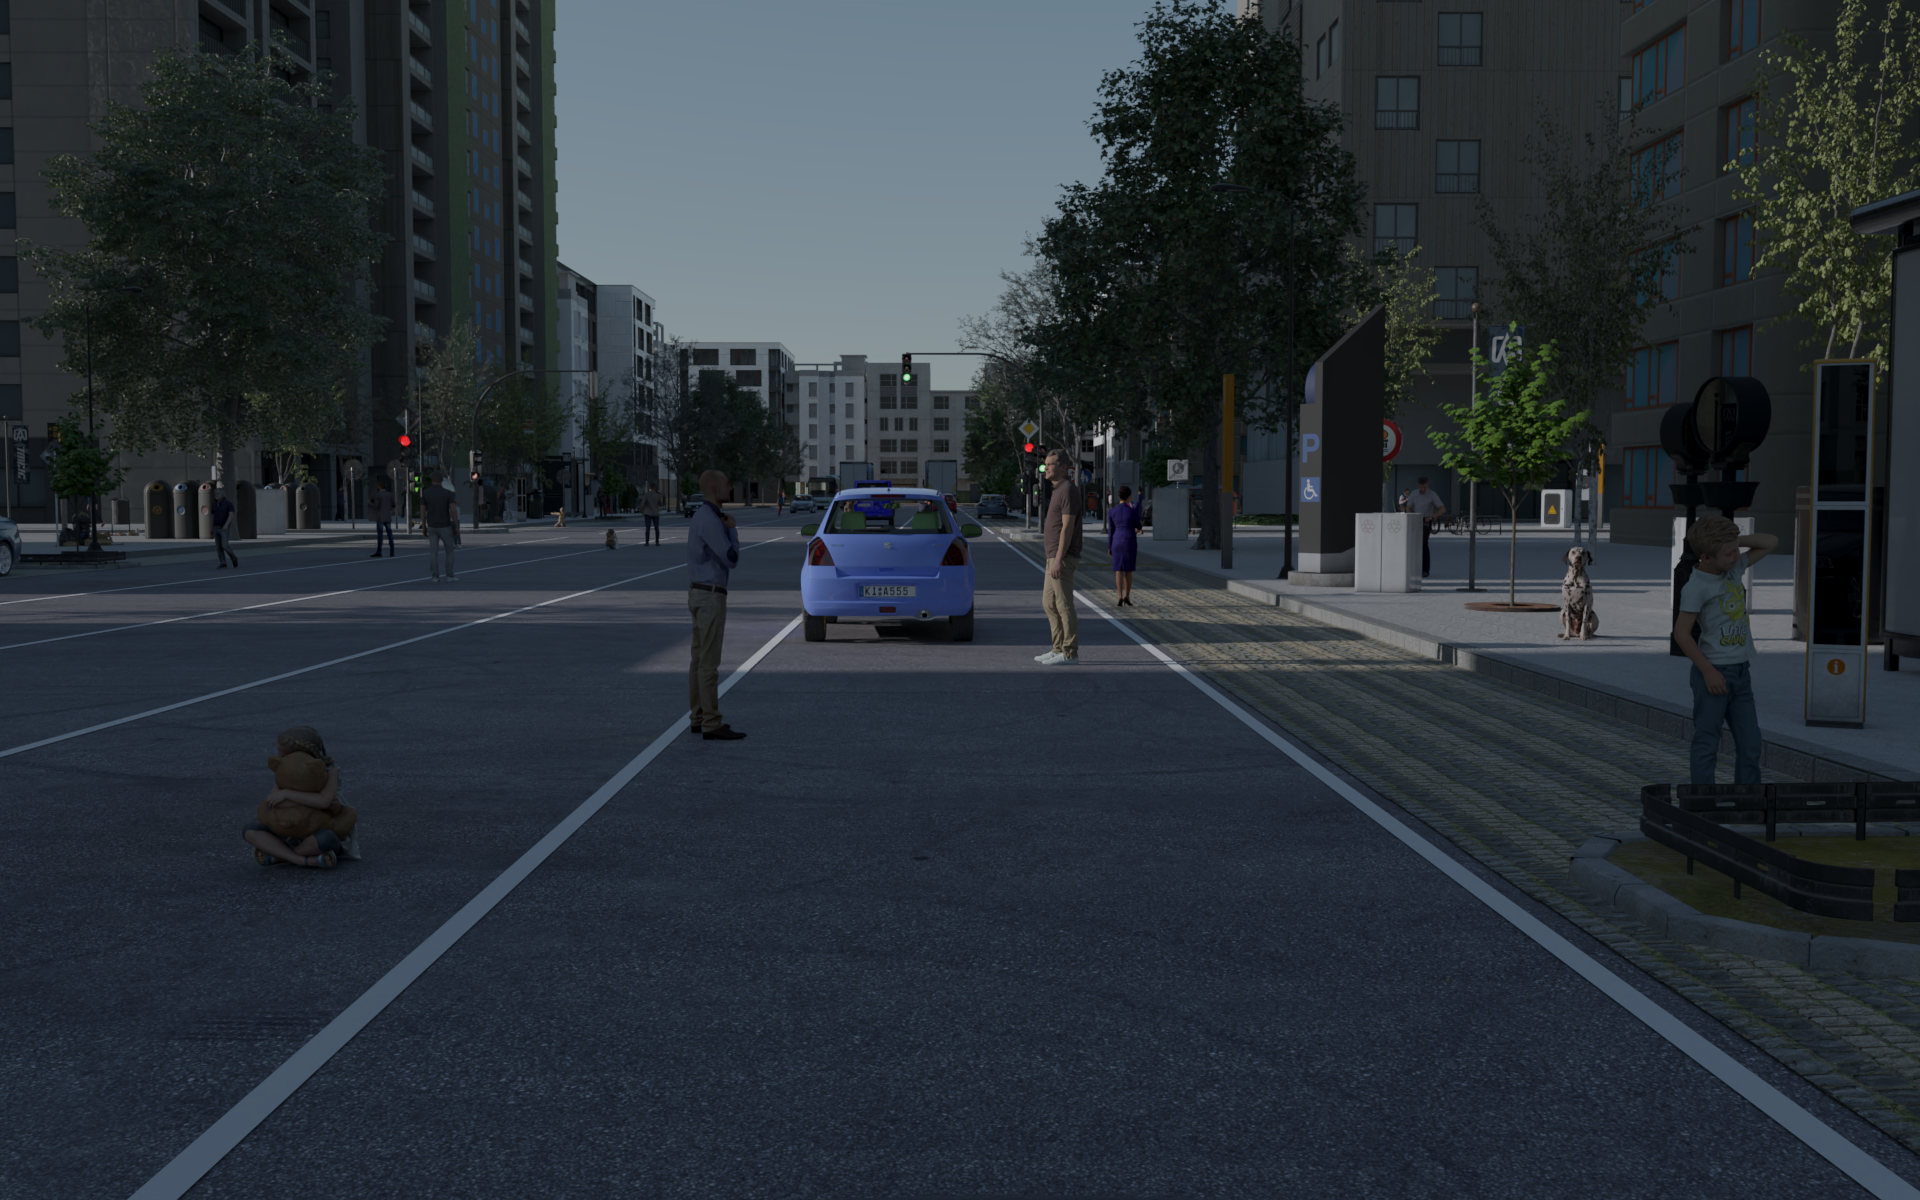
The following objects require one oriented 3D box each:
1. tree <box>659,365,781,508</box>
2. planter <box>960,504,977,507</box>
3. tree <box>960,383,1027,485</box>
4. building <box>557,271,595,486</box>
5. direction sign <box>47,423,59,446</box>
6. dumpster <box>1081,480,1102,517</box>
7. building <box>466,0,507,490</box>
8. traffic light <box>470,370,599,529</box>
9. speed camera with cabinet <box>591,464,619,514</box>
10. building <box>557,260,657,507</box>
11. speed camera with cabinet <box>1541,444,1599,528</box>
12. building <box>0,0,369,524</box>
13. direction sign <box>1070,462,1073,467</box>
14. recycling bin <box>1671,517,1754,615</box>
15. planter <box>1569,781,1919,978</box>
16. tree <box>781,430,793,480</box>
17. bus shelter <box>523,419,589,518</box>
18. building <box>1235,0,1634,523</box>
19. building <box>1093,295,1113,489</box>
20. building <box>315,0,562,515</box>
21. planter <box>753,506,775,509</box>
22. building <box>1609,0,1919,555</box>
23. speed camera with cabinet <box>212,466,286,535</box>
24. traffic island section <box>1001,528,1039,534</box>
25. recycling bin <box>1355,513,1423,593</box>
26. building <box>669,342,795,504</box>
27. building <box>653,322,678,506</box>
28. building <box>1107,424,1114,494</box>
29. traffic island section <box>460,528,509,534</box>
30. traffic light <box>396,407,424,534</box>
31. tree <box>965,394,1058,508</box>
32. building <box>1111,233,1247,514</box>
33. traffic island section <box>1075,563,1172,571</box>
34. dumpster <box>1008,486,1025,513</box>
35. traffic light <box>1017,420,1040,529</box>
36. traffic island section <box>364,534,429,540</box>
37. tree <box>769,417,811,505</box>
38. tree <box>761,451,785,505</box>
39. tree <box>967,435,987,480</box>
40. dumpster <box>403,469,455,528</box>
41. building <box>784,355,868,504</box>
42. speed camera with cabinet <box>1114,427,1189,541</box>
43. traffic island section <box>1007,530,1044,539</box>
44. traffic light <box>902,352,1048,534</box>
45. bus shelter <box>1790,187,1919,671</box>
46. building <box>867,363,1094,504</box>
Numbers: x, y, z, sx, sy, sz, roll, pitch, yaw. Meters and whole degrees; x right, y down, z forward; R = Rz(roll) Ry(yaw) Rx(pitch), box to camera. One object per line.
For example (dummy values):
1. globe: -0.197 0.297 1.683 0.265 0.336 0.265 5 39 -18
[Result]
1. tree: -21.683 -14.514 154.318 9.611 12.733 9.660 0 3 0
2. planter: 0.987 -10.502 192.839 1.991 0.319 1.994 0 4 -1
3. tree: 3.837 -15.653 174.057 7.486 12.596 7.792 0 3 0
4. building: -39.453 -17.634 144.727 16.016 20.091 11.380 0 4 -1
5. direction sign: -28.487 -3.859 55.085 0.876 3.537 0.379 -1 4 -18
6. dumpster: 7.123 -5.782 97.031 1.502 2.255 1.985 0 4 -1
7. building: -39.396 -28.508 116.211 14.600 45.320 14.200 0 4 -1
8. traffic light: -15.676 -5.439 63.592 4.771 5.953 1.251 0 4 -1
9. speed camera with cabinet: -23.454 -7.343 114.396 0.660 3.252 2.038 2 4 33
10. building: -45.835 -19.750 166.882 27.936 21.610 32.646 0 4 -1
11. speed camera with cabinet: 23.102 -4.356 65.563 0.660 3.252 2.038 -3 5 -45
12. building: -40.578 -39.395 82.364 20.563 71.187 20.611 0 4 -1
13. direction sign: 7.605 -7.729 118.359 0.379 3.537 0.876 1 4 17
14. recycling bin: 8.158 -0.382 18.801 0.722 1.027 0.722 1 4 14
15. planter: 3.250 0.924 6.026 1.991 0.319 1.994 0 4 -1
16. tree: -22.413 -16.251 182.709 9.611 12.733 9.660 0 3 0
17. bus shelter: -22.402 -7.210 95.507 2.179 5.291 8.768 0 4 -1
18. building: 29.177 -30.472 87.460 27.495 52.752 28.713 0 4 -1
19. building: 28.268 -21.058 188.276 27.936 21.610 32.646 0 4 -1
20. building: -38.850 -27.356 130.870 14.154 41.232 14.086 0 4 -1
21. planter: -18.709 -8.827 165.463 1.991 0.319 1.994 0 4 -1
22. building: 31.028 -11.343 30.501 27.650 21.520 28.899 0 4 -1
23. speed camera with cabinet: -22.296 -3.666 54.281 2.038 3.252 0.660 -2 4 -34
24. traffic island section: 2.553 -2.546 63.907 2.009 0.180 2.903 0 4 -1
25. recycling bin: 5.646 -0.626 22.795 0.722 1.027 0.722 2 4 29
26. building: -40.641 -24.644 246.898 32.646 21.610 27.936 0 4 -1
27. building: -38.287 -20.782 196.205 11.380 20.091 16.016 0 4 -1
28. building: 18.853 -13.195 157.878 9.099 9.664 28.070 0 4 -1
29. traffic island section: -17.807 -2.531 63.666 2.009 0.180 2.903 0 4 -1
30. traffic light: -17.670 -4.075 55.548 0.839 4.253 0.868 0 4 -1
31. tree: 4.652 -13.949 162.482 8.767 10.594 7.601 -1 4 -10
32. building: 26.191 -17.121 124.973 27.650 21.520 28.899 0 4 -1
33. traffic island section: 2.917 -0.619 32.980 1.991 0.108 1.994 0 4 -1
34. dumpster: 3.922 -6.858 117.889 1.264 1.857 1.865 0 4 -1
35. traffic light: 2.513 -4.579 63.792 0.839 4.253 0.868 0 4 -1
36. traffic island section: -17.710 -2.043 55.682 2.009 0.180 2.903 0 4 -1
37. tree: -21.764 -16.851 209.931 7.601 10.594 8.767 1 4 12
38. tree: -22.493 -15.204 198.950 4.360 8.622 3.978 0 3 0
39. tree: 2.777 -15.239 199.527 4.737 8.622 4.395 0 3 0
40. dumpster: -20.454 -3.929 66.725 1.502 2.255 1.985 0 4 -1
41. building: -18.432 -23.545 241.373 11.380 20.091 16.016 0 4 -1
42. speed camera with cabinet: 5.299 -3.276 47.900 2.038 3.252 0.660 0 4 7
43. traffic island section: 2.650 -2.058 55.922 2.009 0.180 2.903 0 4 -1
44. traffic light: 0.519 -4.953 55.641 4.771 5.953 1.251 0 4 -1
45. bus shelter: 7.532 -2.041 10.998 2.179 5.291 8.768 0 4 -1
46. building: 3.191 -22.943 241.581 31.486 18.905 16.747 0 4 -1
